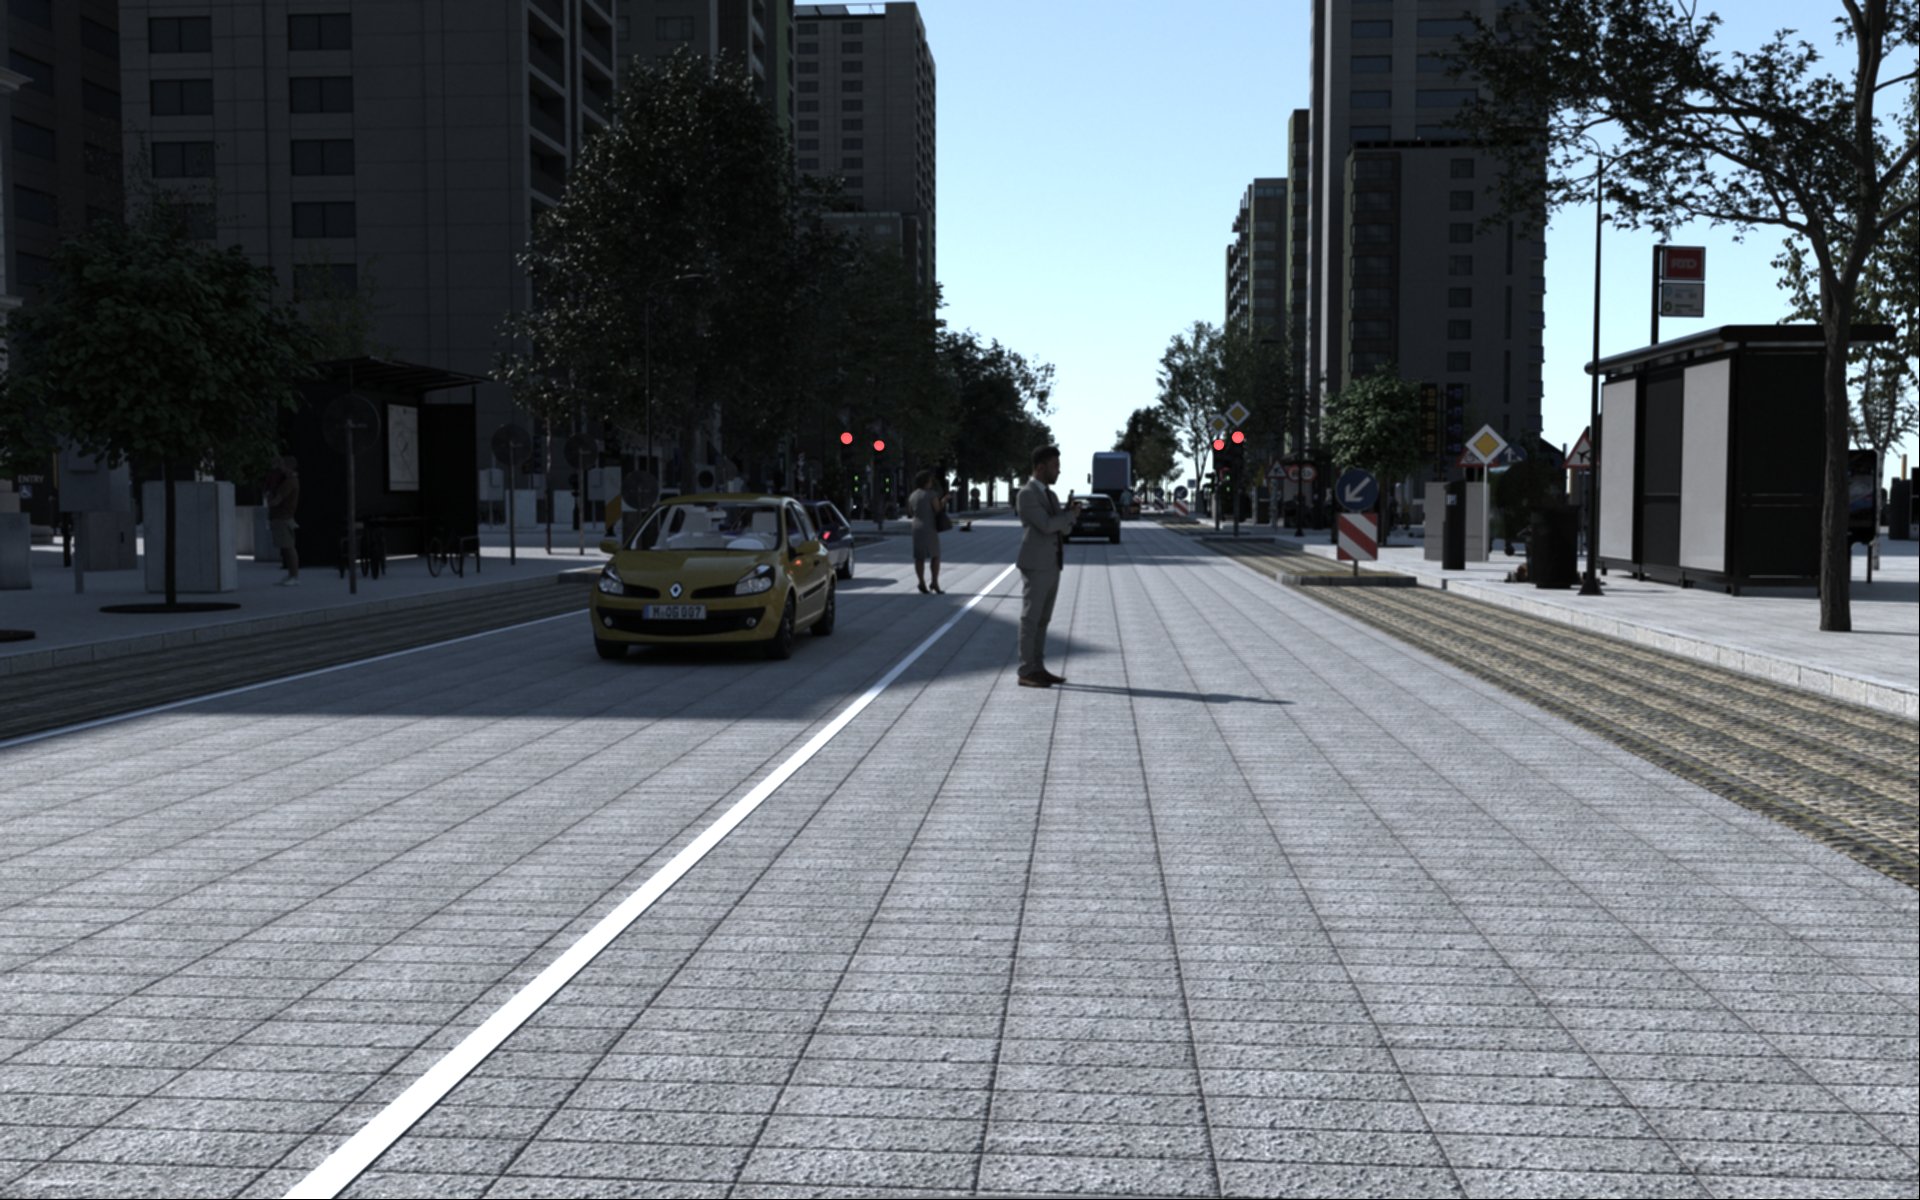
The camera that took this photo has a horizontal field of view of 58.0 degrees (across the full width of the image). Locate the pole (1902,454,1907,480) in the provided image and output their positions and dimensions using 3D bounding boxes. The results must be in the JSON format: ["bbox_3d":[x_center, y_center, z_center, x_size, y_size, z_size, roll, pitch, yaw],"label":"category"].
[{"bbox_3d":[48.190,-5.786,88.450,0.158,3.312,0.155,0,3,0],"label":"pole"}]

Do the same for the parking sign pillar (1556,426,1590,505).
[{"bbox_3d":[24.913,-4.936,69.169,1.447,3.967,1.447,0,4,-4],"label":"parking sign pillar"}]

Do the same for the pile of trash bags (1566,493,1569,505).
[{"bbox_3d":[44.193,-6.858,121.879,3.447,1.369,1.912,1,4,22],"label":"pile of trash bags"}]

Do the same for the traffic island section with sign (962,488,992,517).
[{"bbox_3d":[1.011,-6.230,110.488,1.989,1.847,2.006,0,4,4],"label":"traffic island section with sign"}]

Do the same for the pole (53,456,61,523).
[{"bbox_3d":[-39.929,-5.059,76.562,0.158,3.312,0.155,0,3,0],"label":"pole"}]

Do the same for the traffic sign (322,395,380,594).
[{"bbox_3d":[-7.822,-1.354,22.244,0.768,2.556,0.104,0,4,6],"label":"traffic sign"}]

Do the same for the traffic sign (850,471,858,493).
[{"bbox_3d":[-5.505,-5.307,86.879,0.768,2.556,0.104,0,4,8],"label":"traffic sign"}]

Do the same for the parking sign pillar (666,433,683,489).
[{"bbox_3d":[-11.651,-5.155,72.762,1.447,3.967,1.447,-2,4,-25],"label":"parking sign pillar"}]

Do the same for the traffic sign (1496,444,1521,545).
[{"bbox_3d":[13.979,-2.681,43.943,0.768,2.556,0.104,0,4,7],"label":"traffic sign"}]

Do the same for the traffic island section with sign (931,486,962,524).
[{"bbox_3d":[-1.077,-4.586,83.614,1.989,1.847,2.006,0,4,4],"label":"traffic island section with sign"}]

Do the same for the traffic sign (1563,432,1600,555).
[{"bbox_3d":[13.002,-2.212,36.170,0.884,2.594,0.081,1,4,8],"label":"traffic sign"}]

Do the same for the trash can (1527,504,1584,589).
[{"bbox_3d":[8.078,-0.727,23.541,0.748,1.137,0.748,0,3,0],"label":"trash can"}]

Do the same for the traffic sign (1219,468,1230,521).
[{"bbox_3d":[12.784,-5.093,83.373,0.768,2.556,0.104,1,4,8],"label":"traffic sign"}]

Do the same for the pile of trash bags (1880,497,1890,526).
[{"bbox_3d":[36.744,-3.728,70.704,1.912,1.369,3.447,0,4,7],"label":"pile of trash bags"}]

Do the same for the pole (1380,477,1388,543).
[{"bbox_3d":[11.172,-3.166,45.608,0.158,3.312,0.155,0,3,0],"label":"pole"}]

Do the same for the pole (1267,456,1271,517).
[{"bbox_3d":[16.566,-6.053,92.814,0.158,3.312,0.155,0,3,0],"label":"pole"}]

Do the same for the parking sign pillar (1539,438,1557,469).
[{"bbox_3d":[27.635,-5.652,80.886,1.447,3.967,1.447,2,4,35],"label":"parking sign pillar"}]

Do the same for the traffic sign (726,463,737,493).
[{"bbox_3d":[-8.966,-4.081,66.824,0.768,2.556,0.104,1,4,11],"label":"traffic sign"}]

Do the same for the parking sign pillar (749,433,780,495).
[{"bbox_3d":[-6.981,-4.497,61.991,1.447,3.967,1.447,2,4,30],"label":"parking sign pillar"}]

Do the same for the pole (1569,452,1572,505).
[{"bbox_3d":[29.875,-5.549,84.563,0.158,3.312,0.155,0,3,0],"label":"pole"}]

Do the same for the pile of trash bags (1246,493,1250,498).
[{"bbox_3d":[18.138,-6.637,118.263,3.447,1.369,1.912,1,4,21],"label":"pile of trash bags"}]

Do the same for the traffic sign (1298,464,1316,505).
[{"bbox_3d":[14.844,-4.524,74.080,0.768,2.556,0.104,0,4,5],"label":"traffic sign"}]

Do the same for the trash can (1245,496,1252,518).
[{"bbox_3d":[15.463,-4.963,92.793,0.748,1.137,0.748,0,3,0],"label":"trash can"}]

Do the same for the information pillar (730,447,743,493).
[{"bbox_3d":[-10.817,-5.700,84.549,0.504,3.616,0.183,0,4,-6],"label":"information pillar"}]

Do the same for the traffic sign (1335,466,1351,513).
[{"bbox_3d":[10.893,-2.955,48.317,0.884,2.594,0.081,0,4,7],"label":"traffic sign"}]

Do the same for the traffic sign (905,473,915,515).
[{"bbox_3d":[-3.147,-6.442,105.430,0.768,2.556,0.104,1,4,9],"label":"traffic sign"}]

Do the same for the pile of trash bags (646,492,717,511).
[{"bbox_3d":[-11.117,-3.549,67.774,3.447,1.369,1.912,-1,4,-12],"label":"pile of trash bags"}]

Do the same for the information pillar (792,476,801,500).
[{"bbox_3d":[-6.692,-4.058,70.840,0.304,2.012,0.304,-1,4,-19],"label":"information pillar"}]

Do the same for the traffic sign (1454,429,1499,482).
[{"bbox_3d":[10.324,-2.120,34.665,0.884,2.594,0.081,0,4,6],"label":"traffic sign"}]

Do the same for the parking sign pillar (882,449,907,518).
[{"bbox_3d":[-3.780,-6.293,91.355,1.447,3.967,1.447,0,4,7],"label":"parking sign pillar"}]

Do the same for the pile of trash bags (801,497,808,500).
[{"bbox_3d":[-8.547,-5.626,101.742,1.912,1.369,3.447,0,4,8],"label":"pile of trash bags"}]

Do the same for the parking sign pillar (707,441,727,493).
[{"bbox_3d":[-12.323,-6.093,88.098,1.447,3.967,1.447,2,4,24],"label":"parking sign pillar"}]

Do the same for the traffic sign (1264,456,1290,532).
[{"bbox_3d":[10.803,-3.615,59.101,0.884,2.594,0.081,0,4,6],"label":"traffic sign"}]

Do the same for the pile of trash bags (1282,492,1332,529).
[{"bbox_3d":[13.221,-3.439,65.980,1.912,1.369,3.447,0,4,-1],"label":"pile of trash bags"}]

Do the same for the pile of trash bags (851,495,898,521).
[{"bbox_3d":[-4.820,-4.557,84.253,3.447,1.369,1.912,-2,4,-27],"label":"pile of trash bags"}]

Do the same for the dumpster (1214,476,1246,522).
[{"bbox_3d":[12.748,-4.827,81.409,1.502,2.255,1.985,0,4,4],"label":"dumpster"}]

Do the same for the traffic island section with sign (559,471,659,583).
[{"bbox_3d":[-5.366,-1.219,28.561,1.989,1.847,2.006,0,4,4],"label":"traffic island section with sign"}]

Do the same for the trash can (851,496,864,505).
[{"bbox_3d":[-6.138,-5.638,103.836,0.748,1.137,0.748,0,3,0],"label":"trash can"}]

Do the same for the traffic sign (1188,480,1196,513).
[{"bbox_3d":[15.963,-7.164,119.253,0.606,2.300,0.079,1,4,10],"label":"traffic sign"}]

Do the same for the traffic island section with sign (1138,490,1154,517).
[{"bbox_3d":[12.518,-6.197,109.955,1.989,1.847,2.006,0,4,4],"label":"traffic island section with sign"}]

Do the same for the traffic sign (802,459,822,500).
[{"bbox_3d":[-5.433,-3.872,63.413,0.768,2.556,0.104,0,4,8],"label":"traffic sign"}]

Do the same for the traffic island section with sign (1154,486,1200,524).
[{"bbox_3d":[10.410,-4.533,82.747,1.989,1.847,2.006,0,4,4],"label":"traffic island section with sign"}]

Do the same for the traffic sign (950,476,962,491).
[{"bbox_3d":[-0.261,-7.525,123.037,0.884,2.594,0.081,1,4,12],"label":"traffic sign"}]

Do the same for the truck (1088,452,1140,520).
[{"bbox_3d":[9.280,-7.016,104.473,2.967,4.110,18.799,0,4,4],"label":"truck"}]

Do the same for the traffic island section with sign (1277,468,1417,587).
[{"bbox_3d":[6.117,-1.164,27.661,1.989,1.847,2.006,0,4,4],"label":"traffic island section with sign"}]

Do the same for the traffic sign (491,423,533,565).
[{"bbox_3d":[-8.094,-1.907,31.281,0.768,2.556,0.104,0,4,7],"label":"traffic sign"}]

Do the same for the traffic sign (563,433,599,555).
[{"bbox_3d":[-7.919,-2.207,36.189,0.768,2.556,0.104,0,4,8],"label":"traffic sign"}]

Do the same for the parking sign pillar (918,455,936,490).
[{"bbox_3d":[-2.127,-7.487,110.878,1.447,3.967,1.447,-3,5,-42],"label":"parking sign pillar"}]

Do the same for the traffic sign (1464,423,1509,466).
[{"bbox_3d":[9.791,-1.986,32.199,0.795,2.593,0.064,1,4,12],"label":"traffic sign"}]

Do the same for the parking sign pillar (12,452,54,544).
[{"bbox_3d":[-24.240,-3.436,44.654,1.447,3.967,1.447,2,4,29],"label":"parking sign pillar"}]

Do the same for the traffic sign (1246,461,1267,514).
[{"bbox_3d":[17.759,-6.962,107.708,2.265,3.308,0.079,1,4,10],"label":"traffic sign"}]

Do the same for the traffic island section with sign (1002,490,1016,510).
[{"bbox_3d":[4.899,-9.289,160.507,1.989,1.847,2.006,0,4,4],"label":"traffic island section with sign"}]

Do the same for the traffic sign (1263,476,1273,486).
[{"bbox_3d":[17.067,-5.734,95.888,0.606,2.300,0.079,1,4,10],"label":"traffic sign"}]

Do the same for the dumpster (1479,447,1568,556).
[{"bbox_3d":[11.817,-2.077,36.455,1.502,2.255,1.985,0,4,4],"label":"dumpster"}]

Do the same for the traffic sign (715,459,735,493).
[{"bbox_3d":[-8.618,-3.882,63.575,0.768,2.556,0.104,1,4,12],"label":"traffic sign"}]

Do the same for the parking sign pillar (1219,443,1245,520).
[{"bbox_3d":[13.400,-5.955,85.839,1.447,3.967,1.447,2,4,26],"label":"parking sign pillar"}]

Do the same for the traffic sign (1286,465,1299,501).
[{"bbox_3d":[14.523,-4.586,75.088,0.768,2.556,0.104,1,4,13],"label":"traffic sign"}]

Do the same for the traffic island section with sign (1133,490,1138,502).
[{"bbox_3d":[16.346,-9.198,159.015,1.989,1.847,2.006,0,4,4],"label":"traffic island section with sign"}]
